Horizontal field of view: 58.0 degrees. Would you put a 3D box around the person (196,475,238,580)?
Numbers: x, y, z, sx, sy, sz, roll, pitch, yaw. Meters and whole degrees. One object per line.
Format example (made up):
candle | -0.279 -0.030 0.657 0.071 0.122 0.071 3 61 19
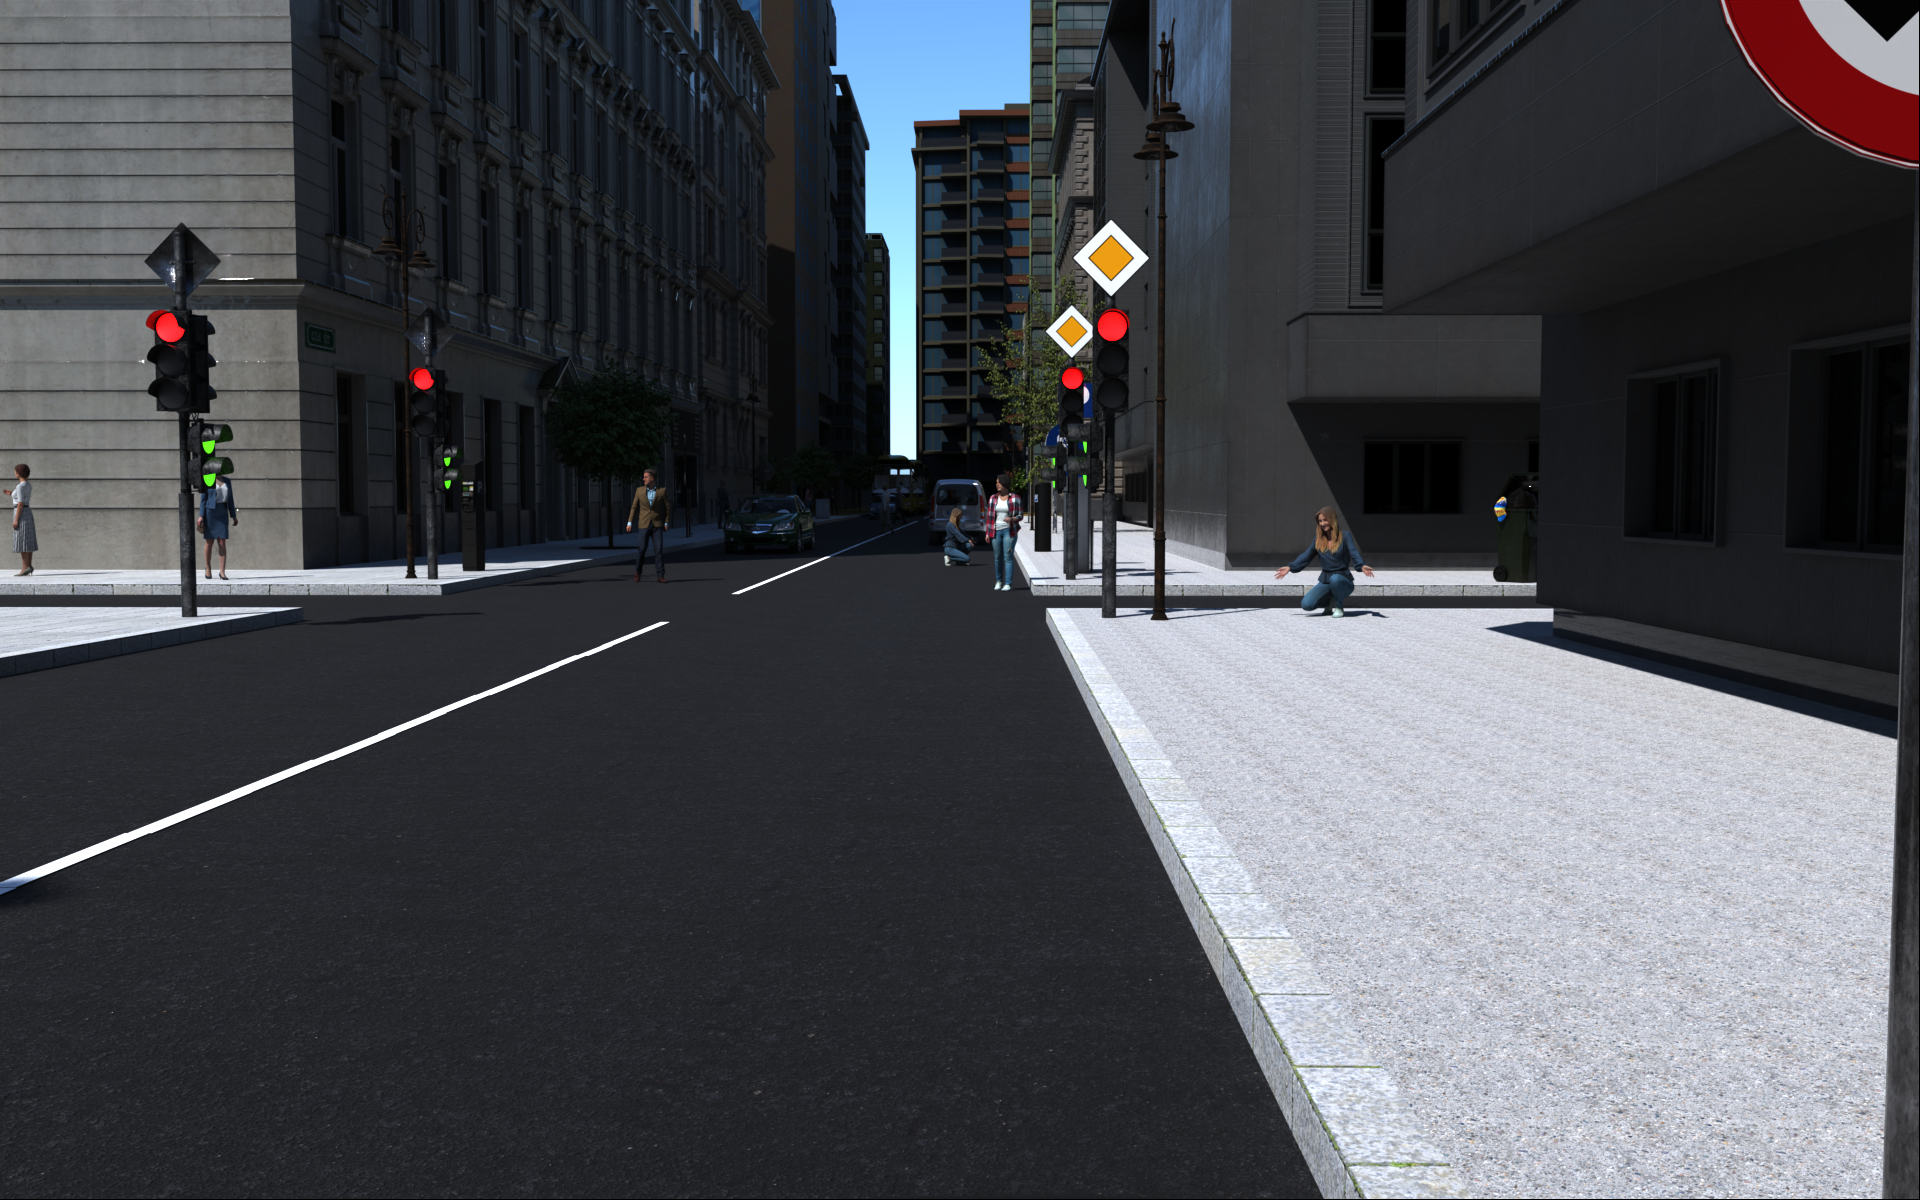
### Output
person | -11.170 -1.221 26.031 0.581 1.822 0.654 -2 4 -30

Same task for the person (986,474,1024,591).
person | 0.669 -0.999 25.666 0.563 1.720 0.643 1 4 21

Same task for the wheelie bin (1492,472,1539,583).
wheelie bin | 8.247 -1.060 25.243 0.980 1.594 0.693 -2 4 -33

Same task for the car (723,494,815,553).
car | -4.727 -1.933 43.408 2.131 1.459 4.920 0 4 2

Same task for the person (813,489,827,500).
person | -8.354 -5.976 103.707 0.705 1.831 1.348 -3 5 -41

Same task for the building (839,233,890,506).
building | -15.017 -25.790 193.367 14.107 30.474 14.160 0 4 1

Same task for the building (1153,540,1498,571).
building | 19.407 -13.104 33.312 30.058 24.678 14.314 0 4 1

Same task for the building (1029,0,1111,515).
building | 11.934 -26.903 123.465 14.154 41.232 14.086 0 4 1

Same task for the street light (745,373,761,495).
street light | -7.850 -5.693 65.869 0.468 5.910 1.993 0 4 1

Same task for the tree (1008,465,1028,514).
tree | 3.882 -7.220 112.644 1.663 3.219 1.824 0 3 0

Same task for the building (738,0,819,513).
building | -16.442 -28.001 107.925 14.600 45.320 14.200 0 4 1

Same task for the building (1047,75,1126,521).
building | 10.415 -16.033 91.014 11.050 23.489 19.941 0 4 1

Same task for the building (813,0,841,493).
building | -23.419 -32.989 128.607 28.713 52.752 27.495 0 4 1

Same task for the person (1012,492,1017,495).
person | 4.450 -8.448 145.111 0.756 1.711 0.436 -2 4 -35

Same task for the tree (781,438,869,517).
tree | -8.367 -7.046 98.916 4.285 4.588 4.351 0 3 0

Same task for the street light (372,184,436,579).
street light | -8.362 -3.267 26.211 0.468 5.910 1.993 0 4 1

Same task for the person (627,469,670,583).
person | -5.046 -1.200 28.027 0.656 1.842 0.836 -3 5 -41

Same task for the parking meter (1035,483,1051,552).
parking meter | 1.847 -1.844 38.566 0.372 1.533 0.369 0 3 0

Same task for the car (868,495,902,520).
car | -4.200 -5.276 98.271 2.014 1.417 4.499 0 4 0

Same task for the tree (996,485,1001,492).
tree | 4.423 -10.650 168.727 1.663 3.219 1.824 0 3 0

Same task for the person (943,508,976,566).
person | 0.057 -1.264 34.666 0.738 1.151 1.012 1 4 16

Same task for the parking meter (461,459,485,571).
parking meter | -8.116 -1.416 28.855 0.255 1.863 0.399 1 4 10

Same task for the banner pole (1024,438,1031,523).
banner pole | 3.004 -5.312 76.876 0.401 3.779 0.863 -1 4 -10

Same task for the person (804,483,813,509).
person | -7.548 -4.912 86.356 0.388 1.821 0.555 1 4 23

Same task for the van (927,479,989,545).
van | 0.009 -2.639 50.159 2.013 2.044 4.112 0 4 3

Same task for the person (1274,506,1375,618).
person | 3.901 -0.397 18.039 1.012 1.151 0.738 3 5 40

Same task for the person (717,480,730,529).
person | -8.648 -3.525 63.854 0.590 1.801 0.661 1 4 22

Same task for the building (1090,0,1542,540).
building | 12.929 -15.102 65.986 14.314 24.678 30.058 0 4 1

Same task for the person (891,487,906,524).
person | -2.990 -4.540 83.126 0.834 1.777 0.661 0 4 -2

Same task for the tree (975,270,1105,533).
tree | 2.867 -6.487 56.423 4.737 8.622 4.395 0 3 0

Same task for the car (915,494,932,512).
car | -2.919 -8.020 140.915 2.009 1.686 4.222 0 4 1

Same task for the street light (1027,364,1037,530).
street light | 2.553 -5.402 61.118 0.468 5.910 1.993 0 4 1

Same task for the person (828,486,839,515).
person | -7.817 -6.144 106.947 0.683 1.767 0.568 0 4 4

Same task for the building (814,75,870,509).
building | -20.622 -28.569 158.987 23.993 40.220 32.217 0 4 1

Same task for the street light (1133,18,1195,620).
street light | 2.034 -2.734 17.485 0.468 5.910 1.993 0 4 1

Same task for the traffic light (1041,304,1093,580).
traffic light | 1.641 -2.258 25.841 0.839 4.253 0.868 0 4 1

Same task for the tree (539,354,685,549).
tree | -8.156 -3.488 40.738 4.285 4.588 4.351 0 3 0

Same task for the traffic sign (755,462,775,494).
traffic sign | -7.666 -4.154 68.032 0.768 2.556 0.104 0 4 4

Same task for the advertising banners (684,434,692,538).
advertising banners | -8.064 -3.367 51.232 0.090 3.025 2.074 0 4 -4

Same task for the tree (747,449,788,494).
tree | -8.084 -4.866 74.160 1.663 3.219 1.824 0 3 0

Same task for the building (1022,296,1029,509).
building | 19.913 -19.242 159.644 27.650 21.520 28.899 0 4 1

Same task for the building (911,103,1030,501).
building | 7.570 -33.182 197.155 28.867 44.769 22.147 0 4 1

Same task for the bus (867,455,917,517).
bus | -4.226 -7.375 112.123 2.896 3.916 12.252 0 3 0

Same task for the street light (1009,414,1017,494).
street light | 3.095 -7.819 100.623 0.468 5.910 1.993 0 4 1

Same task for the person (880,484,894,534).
person | -2.632 -3.276 62.287 0.641 1.798 0.478 3 5 44

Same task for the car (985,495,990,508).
car | 1.388 -7.822 136.692 1.959 1.807 4.718 0 4 2

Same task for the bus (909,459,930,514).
bus | -3.636 -8.244 126.334 2.896 3.916 12.252 0 4 1

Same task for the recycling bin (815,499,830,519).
recycling bin | -7.188 -4.772 90.581 0.722 1.027 0.722 0 4 -6

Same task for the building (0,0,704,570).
building | -18.679 -16.726 49.879 17.030 29.872 44.131 0 4 1

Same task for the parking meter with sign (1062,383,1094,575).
parking meter with sign | 1.932 -1.947 28.087 0.543 3.016 1.738 0 4 7

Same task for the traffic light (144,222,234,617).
traffic light | -8.033 -1.777 17.976 0.839 4.253 0.868 0 4 1

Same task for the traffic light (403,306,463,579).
traffic light | -7.920 -2.265 25.961 0.839 4.253 0.868 0 4 1

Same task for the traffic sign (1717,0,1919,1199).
traffic sign | 1.569 -0.164 2.790 0.768 2.556 0.104 0 4 6

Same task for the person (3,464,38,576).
person | -14.741 -1.253 27.099 0.524 1.755 0.480 -1 4 -11

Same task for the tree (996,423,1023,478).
tree | 5.443 -13.954 178.504 4.360 8.622 3.978 0 3 0

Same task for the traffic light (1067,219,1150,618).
traffic light | 1.527 -1.770 17.856 0.839 4.253 0.868 0 4 1

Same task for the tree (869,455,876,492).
tree | -7.055 -8.536 123.279 4.285 4.588 4.351 0 3 0

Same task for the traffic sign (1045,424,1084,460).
traffic sign | 1.900 -1.878 30.810 0.768 2.556 0.104 1 4 10

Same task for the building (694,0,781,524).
building | -16.822 -18.123 83.695 14.401 28.519 23.554 0 4 1

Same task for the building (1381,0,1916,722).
building | 10.511 -12.805 2.870 14.314 27.812 24.014 0 4 1
